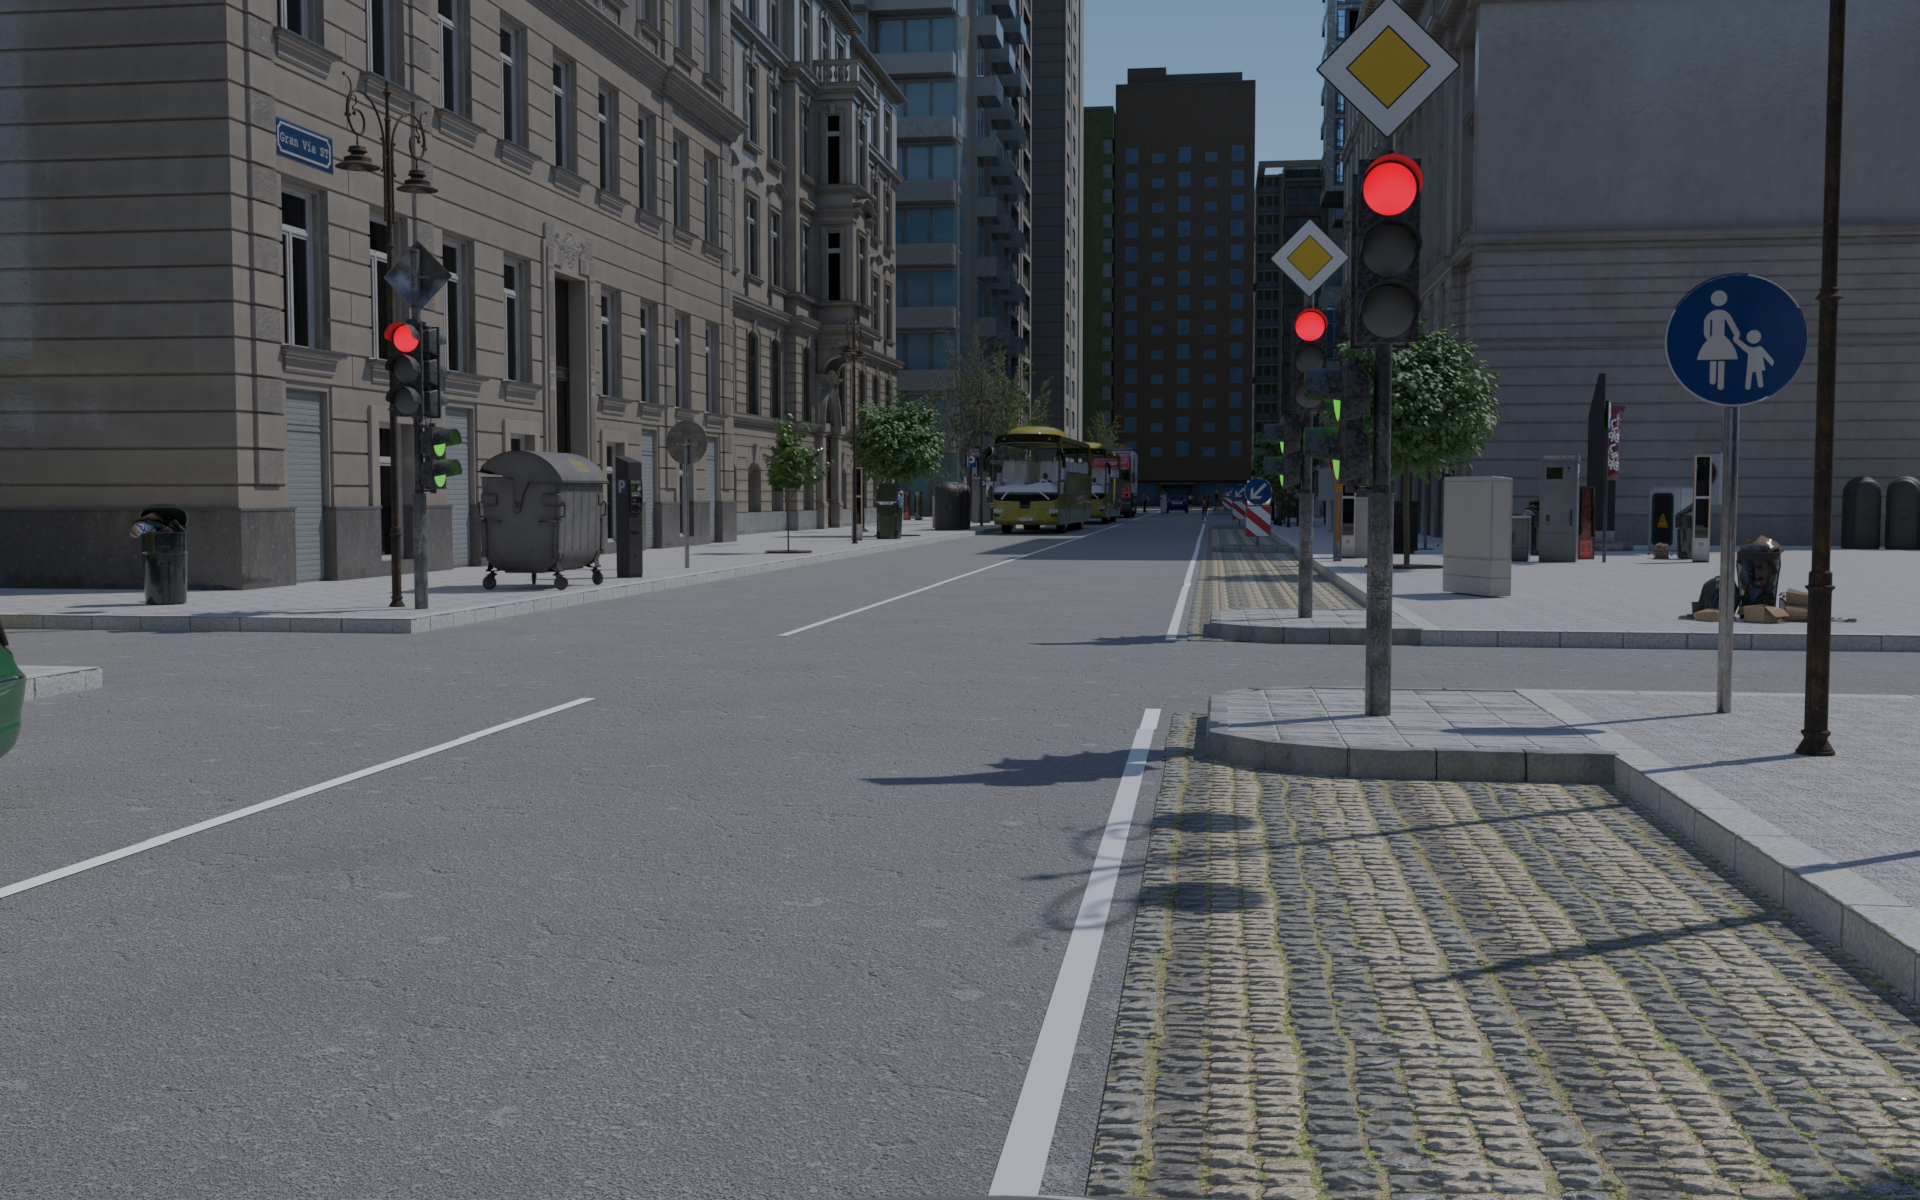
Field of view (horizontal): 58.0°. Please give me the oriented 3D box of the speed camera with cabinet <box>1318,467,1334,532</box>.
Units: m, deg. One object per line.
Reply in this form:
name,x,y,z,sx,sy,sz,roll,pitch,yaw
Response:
speed camera with cabinet,12.778,-3.968,59.218,0.660,3.252,2.038,2,4,27

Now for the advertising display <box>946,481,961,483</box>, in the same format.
advertising display,-0.351,-5.029,87.431,0.974,1.923,0.123,3,5,42

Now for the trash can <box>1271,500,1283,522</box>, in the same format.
trash can,14.820,-4.236,80.904,0.748,1.137,0.748,0,3,0

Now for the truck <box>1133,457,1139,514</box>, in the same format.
truck,11.314,-8.212,123.187,2.839,4.237,11.283,0,4,7

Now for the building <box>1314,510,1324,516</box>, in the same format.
building,38.010,-25.244,104.617,32.217,40.220,23.993,1,4,8

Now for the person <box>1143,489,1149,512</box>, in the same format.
person,14.613,-7.832,136.555,0.705,1.823,1.348,2,4,23

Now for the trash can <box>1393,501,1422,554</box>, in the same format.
trash can,9.561,-1.570,37.322,0.748,1.137,0.748,0,3,0

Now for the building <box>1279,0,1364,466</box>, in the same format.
building,36.543,-50.067,131.262,22.319,86.520,31.000,1,4,8

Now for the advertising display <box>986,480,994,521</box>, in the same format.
advertising display,1.470,-4.678,81.693,0.974,1.923,0.123,-2,4,-35

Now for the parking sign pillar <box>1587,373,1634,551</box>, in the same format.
parking sign pillar,14.584,-3.113,39.371,1.447,3.967,1.447,1,4,11

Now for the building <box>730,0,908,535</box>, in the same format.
building,-10.433,-15.029,64.805,14.460,24.649,34.723,1,4,8

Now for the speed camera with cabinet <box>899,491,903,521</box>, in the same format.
speed camera with cabinet,-3.642,-5.457,83.557,2.038,3.252,0.660,3,5,43

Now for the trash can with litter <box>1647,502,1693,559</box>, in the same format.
trash can with litter,14.186,-1.398,34.239,1.055,1.170,0.624,1,4,14

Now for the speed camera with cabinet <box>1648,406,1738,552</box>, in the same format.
speed camera with cabinet,16.217,-2.692,38.351,0.660,3.252,2.038,-1,4,-22

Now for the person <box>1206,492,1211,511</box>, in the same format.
person,20.841,-8.288,145.481,0.415,1.643,0.593,0,4,8

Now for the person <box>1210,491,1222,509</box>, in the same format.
person,23.661,-9.233,159.982,1.217,1.766,0.721,-2,4,-26

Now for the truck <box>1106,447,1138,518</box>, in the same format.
truck,9.466,-7.168,106.111,2.839,4.237,11.283,0,4,8

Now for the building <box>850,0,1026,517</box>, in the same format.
building,-7.717,-30.005,110.192,23.786,49.044,30.456,1,4,8

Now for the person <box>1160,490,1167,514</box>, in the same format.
person,14.710,-7.107,125.375,0.551,1.740,0.621,0,4,-7

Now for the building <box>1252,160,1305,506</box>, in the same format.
building,44.067,-30.488,190.359,23.993,40.220,32.217,1,4,8

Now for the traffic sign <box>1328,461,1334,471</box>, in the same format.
traffic sign,9.929,-2.742,44.942,0.768,2.556,0.104,1,4,14

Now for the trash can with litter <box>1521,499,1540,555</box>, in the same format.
trash can with litter,12.280,-1.533,36.452,0.624,1.170,1.055,3,4,38

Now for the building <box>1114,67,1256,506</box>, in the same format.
building,24.012,-32.716,185.015,14.200,45.320,14.600,1,4,8

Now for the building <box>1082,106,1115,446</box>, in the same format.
building,9.964,-30.778,186.812,14.086,41.232,14.154,1,4,8

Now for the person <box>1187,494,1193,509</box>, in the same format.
person,20.865,-8.879,156.867,0.799,1.438,0.628,2,4,28

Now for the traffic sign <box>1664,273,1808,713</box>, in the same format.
traffic sign,4.483,-0.611,10.089,0.768,2.556,0.104,1,4,14

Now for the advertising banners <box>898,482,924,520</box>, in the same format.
advertising banners,-2.611,-5.468,85.589,2.074,3.025,0.090,3,5,40

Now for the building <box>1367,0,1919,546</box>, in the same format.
building,20.420,-12.971,53.873,13.314,21.916,24.055,1,4,8

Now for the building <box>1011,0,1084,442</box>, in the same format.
building,0.263,-43.932,156.545,20.611,71.187,20.563,1,4,8

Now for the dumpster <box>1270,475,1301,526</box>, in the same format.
dumpster,13.372,-4.147,70.293,1.502,2.255,1.985,1,4,8

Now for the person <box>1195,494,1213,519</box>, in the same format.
person,13.794,-5.257,97.718,1.065,1.426,0.557,2,4,24

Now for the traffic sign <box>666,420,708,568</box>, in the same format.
traffic sign,-4.731,-1.826,29.954,0.768,2.556,0.104,1,4,14

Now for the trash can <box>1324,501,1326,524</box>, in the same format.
trash can,15.019,-3.569,70.004,0.748,1.137,0.748,0,3,0

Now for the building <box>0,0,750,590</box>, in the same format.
building,-13.374,-14.539,34.979,12.463,27.353,25.104,1,4,8

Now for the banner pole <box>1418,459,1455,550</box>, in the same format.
banner pole,10.951,-3.043,39.769,0.863,3.779,0.401,1,4,15

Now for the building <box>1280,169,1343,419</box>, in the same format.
building,35.905,-23.493,155.815,14.160,30.474,14.107,1,4,8

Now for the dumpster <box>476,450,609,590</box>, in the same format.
dumpster,-5.718,-1.102,23.772,1.264,1.857,1.865,1,4,8

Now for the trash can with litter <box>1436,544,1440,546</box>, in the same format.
trash can with litter,12.506,-1.915,42.365,1.678,1.210,2.233,0,4,7

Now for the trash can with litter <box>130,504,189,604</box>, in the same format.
trash can with litter,-9.393,-0.547,20.338,0.624,1.170,1.055,-2,4,-25

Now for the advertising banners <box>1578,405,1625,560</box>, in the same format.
advertising banners,12.221,-2.304,33.857,2.074,3.025,0.090,-2,4,-26

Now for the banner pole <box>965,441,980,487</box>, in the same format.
banner pole,0.508,-5.448,79.086,0.863,3.779,0.401,0,4,6

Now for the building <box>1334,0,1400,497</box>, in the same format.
building,23.928,-17.174,78.064,12.463,27.353,25.104,1,4,8

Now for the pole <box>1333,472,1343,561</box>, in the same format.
pole,7.213,-2.395,32.995,0.158,3.312,0.155,0,3,0
